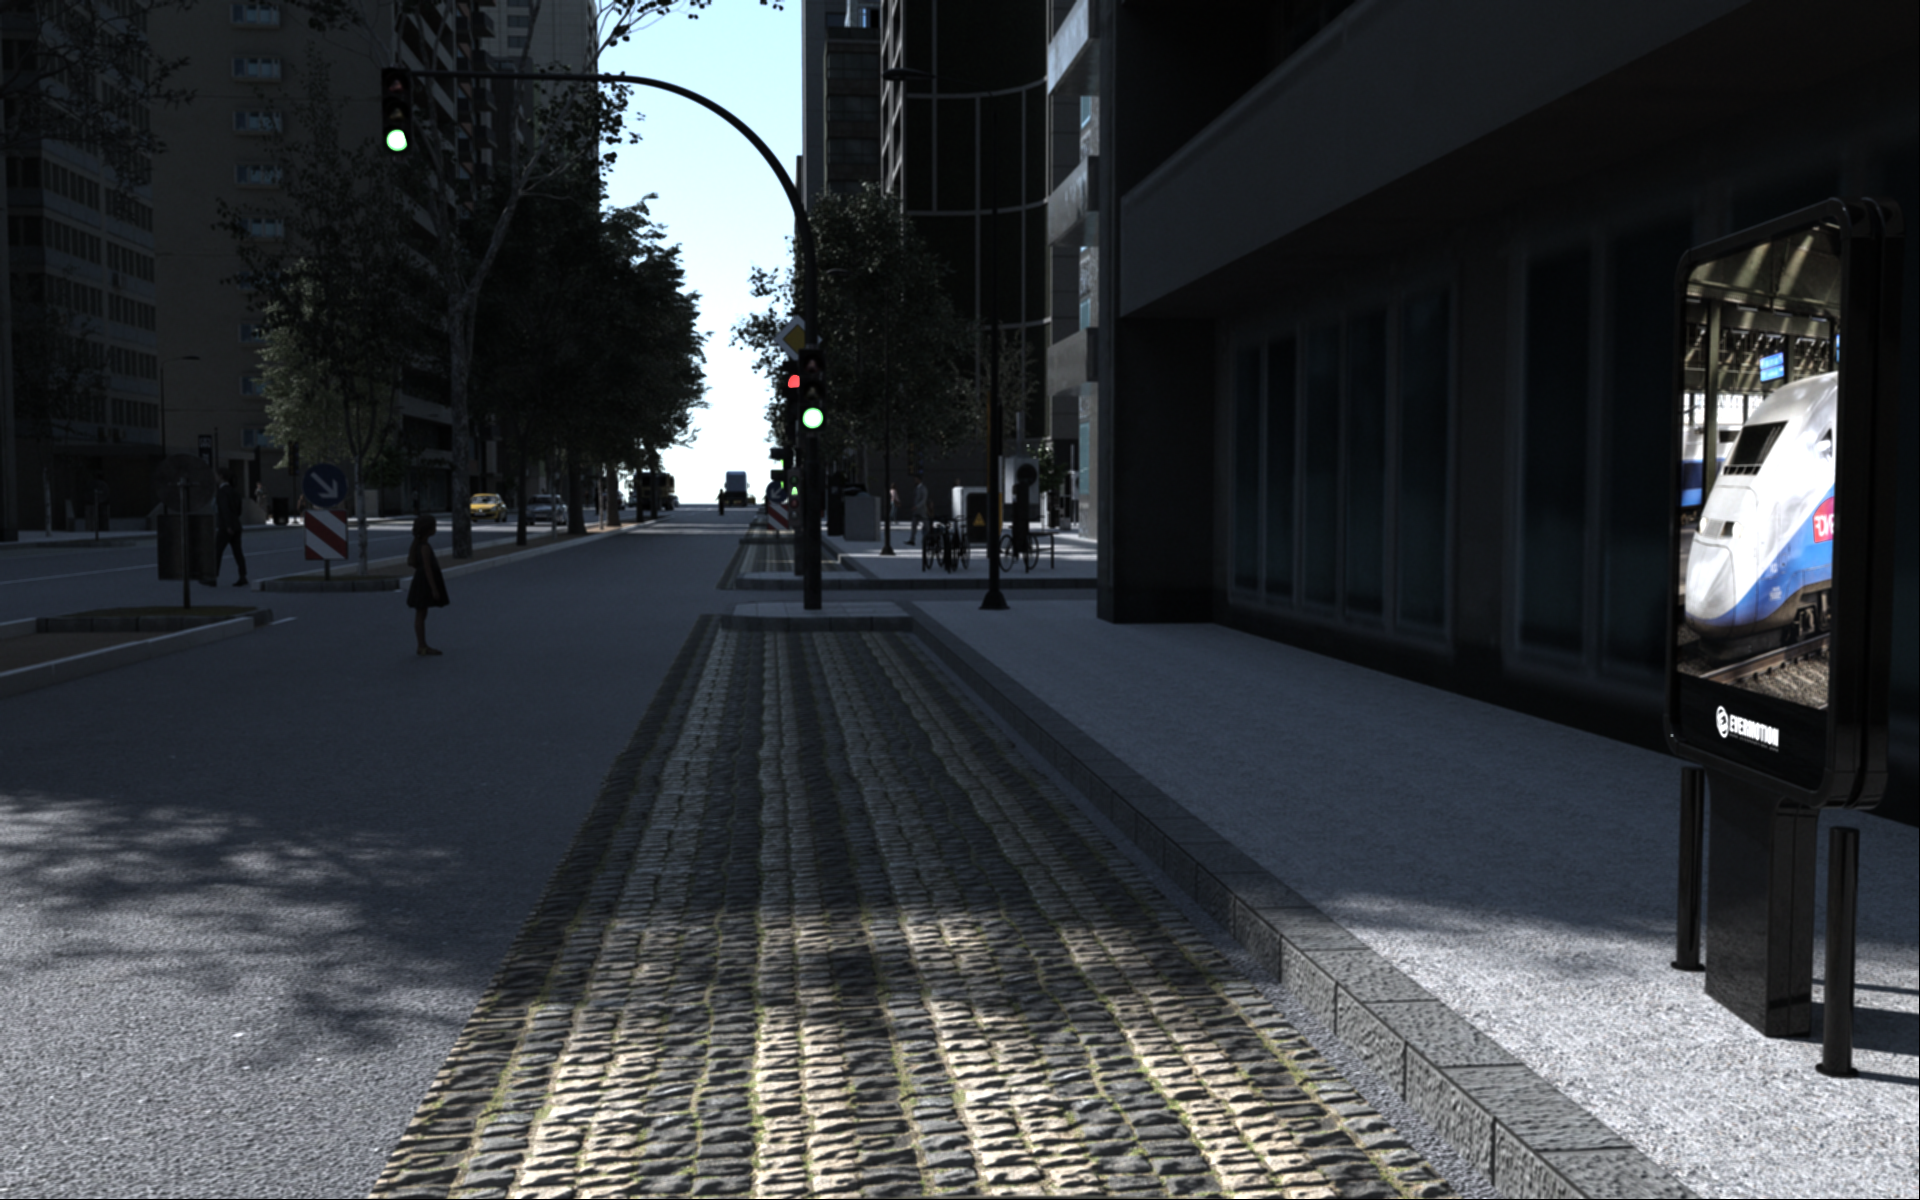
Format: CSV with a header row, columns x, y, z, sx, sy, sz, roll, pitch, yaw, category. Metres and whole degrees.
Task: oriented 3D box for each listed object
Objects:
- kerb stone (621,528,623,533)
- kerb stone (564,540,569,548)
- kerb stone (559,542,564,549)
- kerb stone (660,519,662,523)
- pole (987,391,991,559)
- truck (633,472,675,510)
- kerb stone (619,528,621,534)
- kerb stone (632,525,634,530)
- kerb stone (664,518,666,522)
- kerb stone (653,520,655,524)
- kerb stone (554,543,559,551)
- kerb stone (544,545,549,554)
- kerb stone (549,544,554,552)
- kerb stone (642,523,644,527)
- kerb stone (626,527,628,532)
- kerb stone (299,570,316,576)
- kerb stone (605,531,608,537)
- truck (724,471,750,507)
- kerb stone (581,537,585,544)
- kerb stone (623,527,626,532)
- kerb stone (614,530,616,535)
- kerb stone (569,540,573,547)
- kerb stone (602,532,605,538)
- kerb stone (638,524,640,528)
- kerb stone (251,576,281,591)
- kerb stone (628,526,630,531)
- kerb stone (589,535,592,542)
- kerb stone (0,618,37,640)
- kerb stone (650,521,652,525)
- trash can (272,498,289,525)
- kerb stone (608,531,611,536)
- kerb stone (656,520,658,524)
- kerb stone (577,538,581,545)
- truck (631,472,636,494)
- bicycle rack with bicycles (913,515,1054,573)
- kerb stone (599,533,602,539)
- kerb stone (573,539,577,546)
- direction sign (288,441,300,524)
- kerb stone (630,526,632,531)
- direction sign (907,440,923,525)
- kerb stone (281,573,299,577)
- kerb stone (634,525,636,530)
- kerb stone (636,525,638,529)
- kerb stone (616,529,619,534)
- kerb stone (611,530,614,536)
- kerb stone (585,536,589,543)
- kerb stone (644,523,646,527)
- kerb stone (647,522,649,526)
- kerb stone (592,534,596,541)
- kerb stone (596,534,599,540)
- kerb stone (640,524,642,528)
x,y,z,sx,sy,sz,roll,pitch,yaw,category
-12.446,-2.495,63.052,0.120,0.150,1.000,0,4,-6,kerb stone
-10.524,-1.432,45.743,0.120,0.150,1.000,0,4,-6,kerb stone
-10.413,-1.378,44.726,0.120,0.150,1.000,0,4,-6,kerb stone
-14.928,-3.868,85.441,0.120,0.150,1.000,0,4,-6,kerb stone
0.642,-2.479,34.382,0.158,3.312,0.155,0,3,0,pole
-27.070,-9.703,154.564,3.469,3.379,9.791,0,4,-5,truck
-12.329,-2.437,62.036,0.120,0.150,1.000,0,4,-6,kerb stone
-13.012,-2.810,68.134,0.120,0.150,1.000,0,4,-6,kerb stone
-15.264,-4.055,88.491,0.120,0.150,1.000,0,4,-6,kerb stone
-14.377,-3.557,80.356,0.120,0.150,1.000,0,4,-6,kerb stone
-10.304,-1.316,43.710,0.120,0.150,1.000,0,4,-6,kerb stone
-10.067,-1.188,41.680,0.120,0.150,1.000,0,4,-6,kerb stone
-10.186,-1.254,42.695,0.120,0.150,1.000,0,4,-6,kerb stone
-13.573,-3.115,73.238,0.120,0.150,1.000,0,4,-6,kerb stone
-12.672,-2.618,65.087,0.120,0.150,1.000,0,4,-6,kerb stone
-10.675,-0.359,28.084,0.120,0.150,1.000,0,4,-6,kerb stone
-11.764,-2.119,56.942,0.120,0.150,1.000,0,4,-6,kerb stone
-25.610,-12.645,196.511,2.967,4.110,18.799,0,4,-5,truck
-10.978,-1.690,49.822,0.120,0.150,1.000,0,4,-6,kerb stone
-12.552,-2.561,64.068,0.120,0.150,1.000,0,4,-6,kerb stone
-12.098,-2.312,59.990,0.120,0.150,1.000,0,4,-6,kerb stone
-10.639,-1.503,46.775,0.120,0.150,1.000,0,4,-6,kerb stone
-11.656,-2.061,55.923,0.120,0.150,1.000,0,4,-6,kerb stone
-13.349,-2.991,71.186,0.120,0.150,1.000,0,4,-6,kerb stone
-10.447,-0.235,26.045,0.120,0.150,1.000,0,4,-6,kerb stone
-12.786,-2.685,66.102,0.120,0.150,1.000,0,4,-6,kerb stone
-11.199,-1.814,51.861,0.120,0.150,1.000,0,4,-6,kerb stone
-9.492,0.292,17.418,0.120,0.150,1.000,0,4,-6,kerb stone
-14.134,-3.433,78.327,0.120,0.150,1.000,0,4,-6,kerb stone
-27.928,-3.642,71.205,0.748,1.137,0.748,0,3,0,trash can
-11.876,-2.181,57.958,0.120,0.150,1.000,0,4,-6,kerb stone
-14.593,-3.682,82.389,0.120,0.150,1.000,0,4,-6,kerb stone
-10.864,-1.628,48.807,0.120,0.150,1.000,0,4,-6,kerb stone
-38.643,-13.741,214.418,2.967,4.110,18.799,0,4,-6,truck
0.324,-0.962,29.108,2.852,0.926,2.925,1,4,18,bicycle rack with bicycles
-11.545,-2.001,54.907,0.120,0.150,1.000,0,4,-6,kerb stone
-10.758,-1.564,47.790,0.120,0.150,1.000,0,4,-6,kerb stone
-28.446,-5.016,74.001,0.379,3.537,0.876,0,4,5,direction sign
-12.903,-2.748,67.117,0.120,0.150,1.000,0,4,-6,kerb stone
-1.878,-4.949,72.909,0.876,3.537,0.379,-3,5,-43,direction sign
-10.566,-0.295,27.060,0.120,0.150,1.000,0,4,-6,kerb stone
-13.121,-2.872,69.151,0.120,0.150,1.000,0,4,-6,kerb stone
-13.234,-2.933,70.168,0.120,0.150,1.000,0,4,-6,kerb stone
-12.218,-2.374,61.014,0.120,0.150,1.000,0,4,-6,kerb stone
-11.989,-2.248,58.974,0.120,0.150,1.000,0,4,-6,kerb stone
-11.089,-1.748,50.840,0.120,0.150,1.000,0,4,-6,kerb stone
-13.687,-3.184,74.253,0.120,0.150,1.000,0,4,-6,kerb stone
-13.919,-3.309,76.293,0.120,0.150,1.000,0,4,-6,kerb stone
-11.317,-1.876,52.876,0.120,0.150,1.000,0,4,-6,kerb stone
-11.420,-1.937,53.893,0.120,0.150,1.000,0,4,-6,kerb stone
-13.467,-3.059,72.211,0.120,0.150,1.000,0,4,-6,kerb stone
